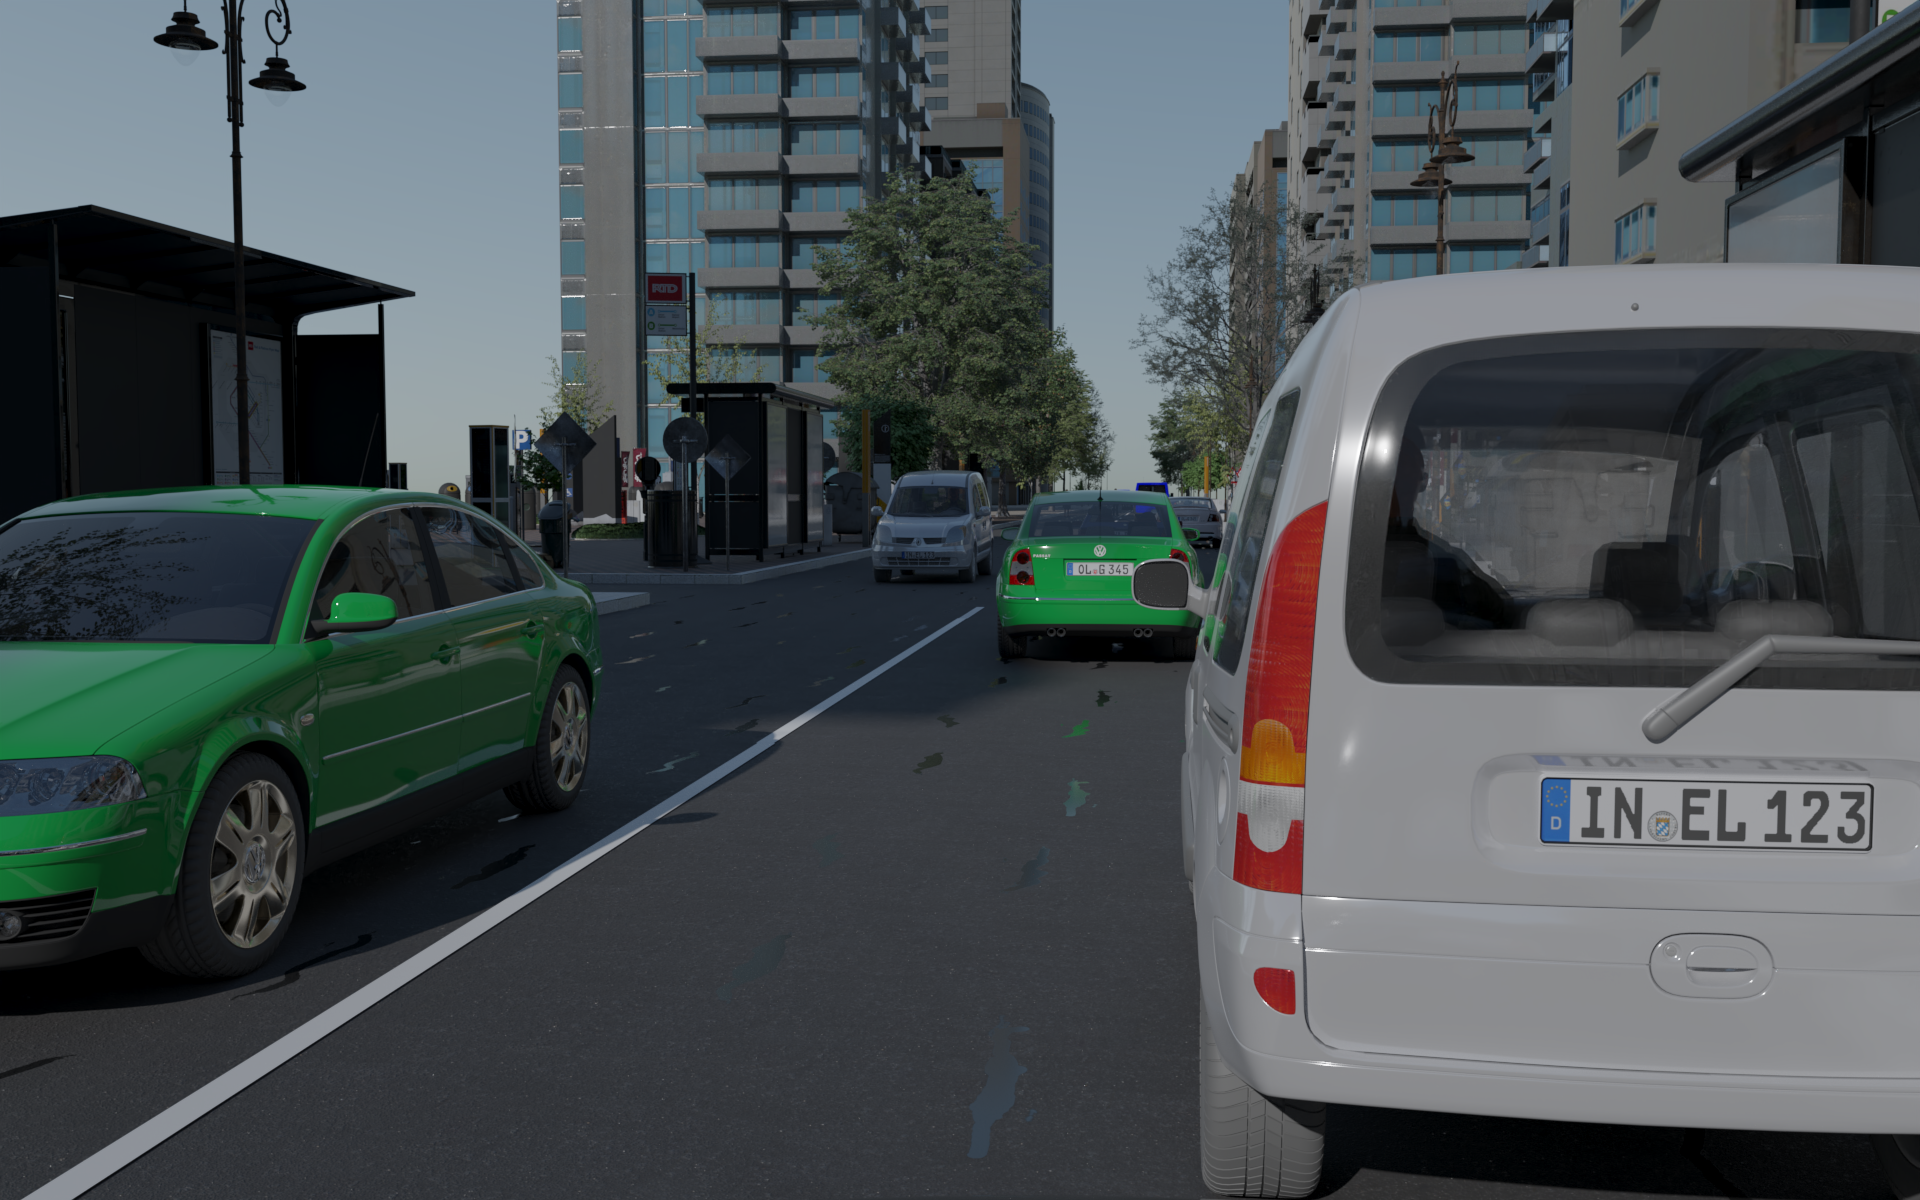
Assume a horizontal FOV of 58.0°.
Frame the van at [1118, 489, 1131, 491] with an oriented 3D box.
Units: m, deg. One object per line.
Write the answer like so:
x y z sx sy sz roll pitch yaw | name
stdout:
21.039 -13.346 222.584 2.240 2.365 5.245 0 4 8 | van

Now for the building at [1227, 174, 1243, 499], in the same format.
49.551 -38.139 247.270 21.300 48.544 21.600 0 4 7 | building

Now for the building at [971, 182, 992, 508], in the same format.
-4.745 -23.625 157.963 14.160 30.474 14.107 0 4 7 | building

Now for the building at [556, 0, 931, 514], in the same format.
-14.070 -30.655 120.814 23.786 49.044 30.456 0 4 7 | building

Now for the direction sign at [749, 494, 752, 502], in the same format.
-5.036 -3.039 41.677 0.379 3.537 0.876 1 4 8 | direction sign

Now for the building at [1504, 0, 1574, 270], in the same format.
35.559 -46.958 80.439 22.319 86.520 31.000 0 4 7 | building

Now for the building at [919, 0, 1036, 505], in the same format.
-0.617 -47.843 220.491 20.563 71.187 20.611 0 4 7 | building

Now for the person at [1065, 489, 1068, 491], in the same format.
6.674 -6.003 107.439 1.217 1.735 0.721 -2 4 -29 | person

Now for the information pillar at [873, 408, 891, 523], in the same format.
-2.110 -3.424 47.330 0.504 3.616 0.183 0 4 -1 | information pillar

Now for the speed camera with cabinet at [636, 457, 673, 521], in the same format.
-12.407 -4.728 71.643 0.660 3.252 2.038 3 5 41 | speed camera with cabinet

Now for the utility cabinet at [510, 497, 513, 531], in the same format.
-10.792 -1.809 40.731 0.306 1.237 1.020 -2 4 -31 | utility cabinet

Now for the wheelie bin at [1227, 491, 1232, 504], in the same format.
15.917 -5.689 100.928 0.693 1.594 0.980 0 4 3 | wheelie bin

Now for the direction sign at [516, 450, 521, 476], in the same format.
-21.353 -5.623 83.933 0.379 3.537 0.876 0 4 6 | direction sign

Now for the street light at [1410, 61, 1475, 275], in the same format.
5.274 -2.832 19.091 0.468 5.910 1.993 0 4 7 | street light

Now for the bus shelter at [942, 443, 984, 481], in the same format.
0.246 -5.195 76.223 1.731 3.624 6.357 0 4 7 | bus shelter

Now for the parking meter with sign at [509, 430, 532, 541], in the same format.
-12.070 -3.050 46.134 0.543 3.016 1.738 1 4 15 | parking meter with sign

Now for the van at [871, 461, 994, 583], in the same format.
-0.413 -1.369 29.391 2.013 2.044 4.112 0 4 7 | van

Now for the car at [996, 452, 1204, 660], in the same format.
1.328 -0.467 16.427 1.959 1.807 4.718 0 4 5 | car

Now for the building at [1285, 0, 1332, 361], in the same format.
43.434 -34.493 153.203 28.713 52.752 27.495 0 4 7 | building

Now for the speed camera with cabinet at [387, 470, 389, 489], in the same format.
-20.709 -4.062 60.754 0.660 3.252 2.038 1 4 9 | speed camera with cabinet

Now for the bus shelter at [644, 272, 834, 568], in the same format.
-4.337 -3.448 34.014 2.179 5.291 8.768 0 4 6 | bus shelter

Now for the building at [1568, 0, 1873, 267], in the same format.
27.235 -25.629 42.733 21.600 48.544 21.300 0 4 7 | building

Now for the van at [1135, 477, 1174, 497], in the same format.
10.266 -5.385 92.424 2.240 2.365 5.245 0 4 7 | van

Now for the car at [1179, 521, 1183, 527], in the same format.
2.903 -1.076 30.173 1.945 1.354 3.894 0 4 6 | car

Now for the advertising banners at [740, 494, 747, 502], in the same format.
-10.010 -5.330 83.332 0.090 3.025 2.074 -3 4 -39 | advertising banners

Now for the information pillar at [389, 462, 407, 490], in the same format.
-13.081 -2.194 40.356 0.304 2.012 0.304 1 4 18 | information pillar

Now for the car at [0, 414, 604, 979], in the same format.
-2.800 0.134 6.601 1.959 1.807 4.718 0 4 7 | car

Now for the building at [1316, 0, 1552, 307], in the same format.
37.648 -30.886 124.599 23.786 49.044 30.456 0 4 7 | building

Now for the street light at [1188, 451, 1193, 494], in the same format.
21.008 -11.175 155.497 0.468 5.910 1.993 0 4 7 | street light

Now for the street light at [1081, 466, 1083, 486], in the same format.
12.157 -12.209 172.404 0.468 5.910 1.993 0 4 7 | street light

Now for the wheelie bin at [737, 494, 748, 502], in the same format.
-13.216 -5.983 105.731 0.693 1.594 0.980 -3 5 -42 | wheelie bin

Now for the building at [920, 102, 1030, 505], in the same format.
0.683 -33.802 202.774 14.600 45.320 14.200 0 4 7 | building

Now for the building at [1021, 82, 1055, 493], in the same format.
1.963 -43.012 245.245 21.231 58.520 28.212 0 4 7 | building

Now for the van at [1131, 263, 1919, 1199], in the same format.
1.473 0.135 4.808 2.013 2.044 4.112 0 4 7 | van

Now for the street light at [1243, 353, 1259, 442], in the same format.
9.562 -5.153 57.038 0.468 5.910 1.993 0 4 7 | street light

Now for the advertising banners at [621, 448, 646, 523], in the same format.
-12.946 -4.265 65.926 2.074 3.025 0.090 0 4 4 | advertising banners

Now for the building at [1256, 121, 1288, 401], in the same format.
42.952 -34.123 208.029 14.600 45.320 14.200 0 4 7 | building

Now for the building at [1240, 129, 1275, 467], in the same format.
48.264 -36.800 225.387 21.300 48.544 21.600 0 4 7 | building

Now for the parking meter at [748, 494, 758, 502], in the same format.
-7.137 -3.143 59.794 0.372 1.533 0.369 0 3 0 | parking meter

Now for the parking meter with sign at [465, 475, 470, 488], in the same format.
-19.599 -4.515 70.075 1.738 3.016 0.543 1 4 18 | parking meter with sign

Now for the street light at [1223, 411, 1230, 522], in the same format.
12.152 -6.504 79.134 0.468 5.910 1.993 0 4 7 | street light

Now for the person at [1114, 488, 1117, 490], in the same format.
10.397 -6.543 115.607 1.348 1.807 0.705 -1 4 -13 | person

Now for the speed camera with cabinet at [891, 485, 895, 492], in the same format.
-2.287 -4.905 74.531 0.660 3.252 2.038 3 5 45 | speed camera with cabinet

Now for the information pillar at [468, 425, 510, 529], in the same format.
-5.022 -0.858 18.528 0.304 2.012 0.304 1 4 20 | information pillar

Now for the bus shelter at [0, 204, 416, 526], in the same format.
-7.532 -1.589 17.267 1.731 3.624 6.357 0 4 7 | bus shelter

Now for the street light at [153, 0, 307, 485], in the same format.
-5.975 -2.543 14.371 0.468 5.910 1.993 0 4 7 | street light

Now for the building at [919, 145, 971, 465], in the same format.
-7.088 -22.767 143.946 14.160 30.474 14.107 0 4 7 | building

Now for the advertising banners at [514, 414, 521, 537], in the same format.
-9.994 -2.621 39.045 0.090 3.025 2.074 -1 4 -12 | advertising banners

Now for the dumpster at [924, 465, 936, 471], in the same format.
-1.317 -3.355 57.342 1.502 2.255 1.985 0 4 6 | dumpster

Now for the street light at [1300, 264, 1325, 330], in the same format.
7.122 -3.800 34.925 0.468 5.910 1.993 0 4 7 | street light

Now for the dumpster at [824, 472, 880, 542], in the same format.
-2.876 -2.445 45.735 1.264 1.857 1.865 0 4 6 | dumpster

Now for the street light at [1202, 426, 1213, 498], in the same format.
15.684 -8.349 109.299 0.468 5.910 1.993 0 4 7 | street light

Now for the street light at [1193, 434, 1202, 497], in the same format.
18.282 -9.761 132.386 0.468 5.910 1.993 0 4 7 | street light

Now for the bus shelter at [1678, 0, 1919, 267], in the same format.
5.232 -1.906 8.797 2.179 5.291 8.768 0 4 7 | bus shelter

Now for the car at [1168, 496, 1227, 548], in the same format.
6.272 -2.152 47.550 2.083 1.381 4.827 0 4 8 | car
